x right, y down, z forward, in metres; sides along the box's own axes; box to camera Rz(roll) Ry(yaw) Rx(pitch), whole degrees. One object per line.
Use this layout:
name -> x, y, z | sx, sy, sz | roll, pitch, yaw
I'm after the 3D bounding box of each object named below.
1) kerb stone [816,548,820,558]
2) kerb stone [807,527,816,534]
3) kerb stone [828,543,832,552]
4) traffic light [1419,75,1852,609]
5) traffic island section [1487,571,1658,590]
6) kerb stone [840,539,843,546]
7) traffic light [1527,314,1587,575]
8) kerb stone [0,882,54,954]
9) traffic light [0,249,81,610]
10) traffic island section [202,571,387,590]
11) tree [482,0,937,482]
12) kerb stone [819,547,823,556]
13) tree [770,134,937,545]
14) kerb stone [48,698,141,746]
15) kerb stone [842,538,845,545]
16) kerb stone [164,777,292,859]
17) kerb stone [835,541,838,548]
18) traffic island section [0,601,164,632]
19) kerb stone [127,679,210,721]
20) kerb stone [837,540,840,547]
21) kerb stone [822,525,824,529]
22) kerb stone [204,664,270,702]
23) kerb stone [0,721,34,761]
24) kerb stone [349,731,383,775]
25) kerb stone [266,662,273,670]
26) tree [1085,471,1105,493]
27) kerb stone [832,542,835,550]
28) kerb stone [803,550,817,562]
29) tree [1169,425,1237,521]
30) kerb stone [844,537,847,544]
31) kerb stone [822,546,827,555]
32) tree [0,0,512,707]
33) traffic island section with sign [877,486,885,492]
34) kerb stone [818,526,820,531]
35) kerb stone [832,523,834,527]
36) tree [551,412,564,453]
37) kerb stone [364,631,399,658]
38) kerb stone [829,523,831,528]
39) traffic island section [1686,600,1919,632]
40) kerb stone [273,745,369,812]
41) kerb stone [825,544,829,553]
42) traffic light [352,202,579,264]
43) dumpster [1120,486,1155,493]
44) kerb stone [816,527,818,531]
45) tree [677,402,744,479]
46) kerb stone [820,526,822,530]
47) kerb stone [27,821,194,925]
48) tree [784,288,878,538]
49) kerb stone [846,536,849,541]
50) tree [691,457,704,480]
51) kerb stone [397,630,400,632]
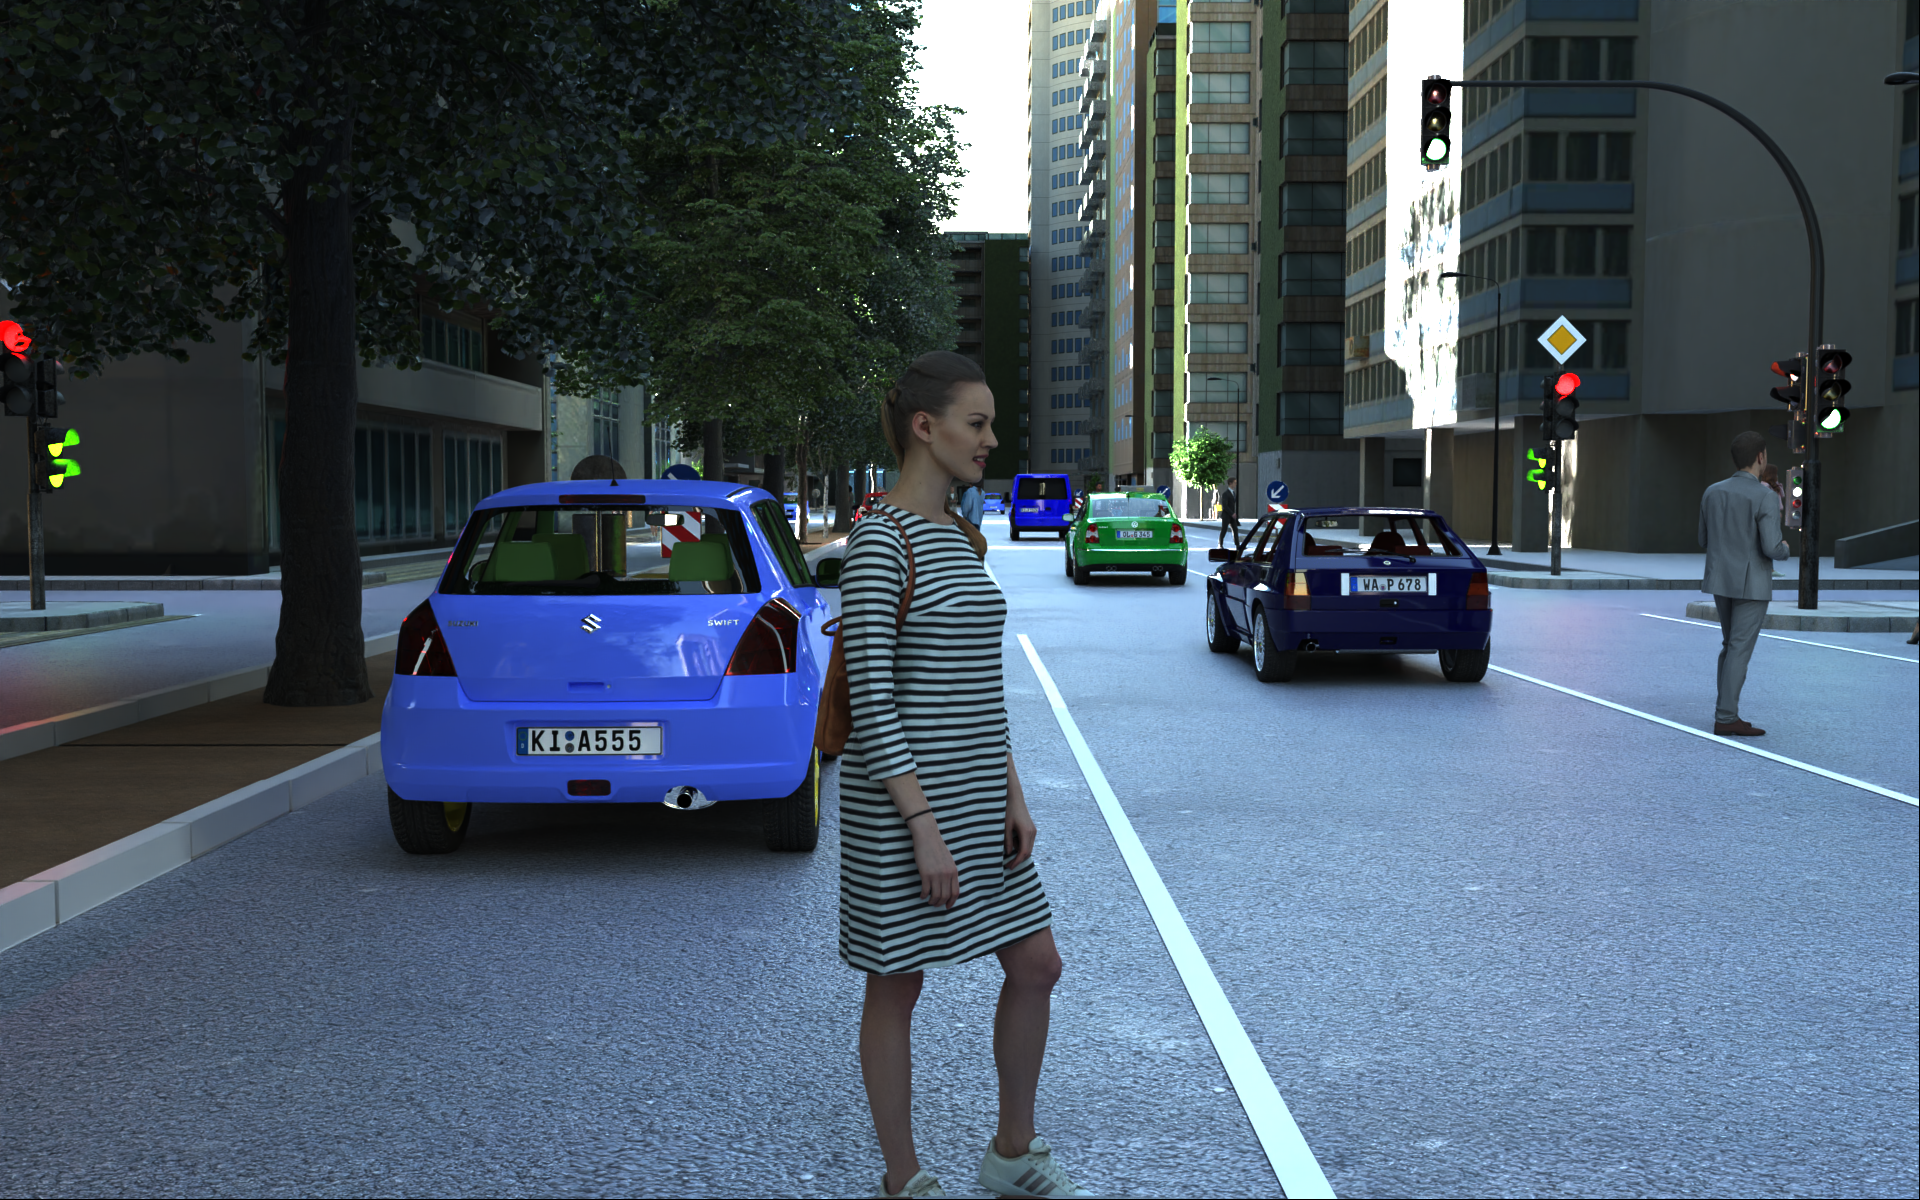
kerb stone -> -3.272, -1.002, 38.586 | 0.120, 0.150, 1.000 | 0, 4, 0
kerb stone -> -5.544, -2.564, 64.238 | 0.120, 0.150, 1.000 | 0, 4, 0
kerb stone -> -3.302, -1.254, 42.699 | 0.120, 0.150, 1.000 | 0, 4, 0
traffic light -> 7.353, -2.718, 19.100 | 4.771, 5.953, 1.251 | 0, 4, 0
traffic island section -> 9.430, -0.310, 27.354 | 2.009, 0.180, 2.903 | 0, 4, 0
kerb stone -> -3.328, -1.505, 46.806 | 0.120, 0.150, 1.000 | 0, 4, 0
traffic light -> 9.390, -2.344, 27.240 | 0.839, 4.253, 0.868 | 0, 4, 0
kerb stone -> -3.051, 1.038, 5.232 | 0.120, 0.150, 1.000 | 0, 4, 0
traffic light -> -10.216, -1.846, 19.107 | 0.839, 4.253, 0.868 | 0, 4, 0
traffic island section -> -10.311, -0.302, 27.226 | 2.009, 0.180, 2.903 | 0, 4, 0
tree -> -4.275, -6.651, 29.324 | 7.486, 12.596, 7.792 | 0, 3, 0
kerb stone -> -3.284, -1.062, 39.608 | 0.120, 0.150, 1.000 | 0, 4, 0
tree -> -4.385, -7.360, 48.552 | 9.928, 11.665, 9.643 | 0, 3, 0
kerb stone -> -5.182, 0.735, 10.303 | 0.120, 0.150, 1.000 | 0, 4, 0
kerb stone -> -3.340, -1.568, 47.830 | 0.120, 0.150, 1.000 | 0, 4, 0
kerb stone -> -3.069, 0.913, 7.275 | 0.120, 0.150, 1.000 | 0, 4, 0
kerb stone -> -3.315, -1.377, 44.753 | 0.120, 0.150, 1.000 | 0, 4, 0
traffic island section -> -10.257, 0.186, 19.241 | 2.009, 0.180, 2.903 | 0, 4, 0
kerb stone -> -5.195, 0.665, 11.324 | 0.120, 0.150, 1.000 | 0, 4, 0
kerb stone -> -3.330, -1.442, 45.775 | 0.120, 0.150, 1.000 | 0, 4, 0
kerb stone -> -5.575, -2.818, 68.337 | 0.120, 0.150, 1.000 | 0, 4, 0
kerb stone -> -5.198, 0.602, 12.358 | 0.120, 0.150, 1.000 | 0, 4, 0
kerb stone -> -5.173, 0.790, 9.280 | 0.120, 0.150, 1.000 | 0, 4, 0
kerb stone -> -3.078, 0.789, 9.324 | 0.120, 0.150, 1.000 | 0, 4, 0
kerb stone -> -5.197, 0.539, 13.380 | 0.120, 0.150, 1.000 | 0, 4, 0
tree -> 10.952, -8.928, 140.572 | 1.663, 3.219, 1.824 | 0, 3, 0
kerb stone -> -3.315, -1.317, 43.729 | 0.120, 0.150, 1.000 | 0, 4, 0
kerb stone -> -3.263, -0.939, 37.556 | 0.120, 0.150, 1.000 | 0, 4, 0
tree -> 11.598, -6.034, 82.375 | 4.285, 4.588, 4.351 | 0, 3, 0
kerb stone -> -3.342, -1.626, 48.855 | 0.120, 0.150, 1.000 | 0, 4, 0
kerb stone -> -3.285, -1.127, 40.632 | 0.120, 0.150, 1.000 | 0, 4, 0
tree -> -4.431, -6.268, 11.602 | 9.857, 13.997, 8.962 | 0, 3, 0
traffic island section with sign -> -4.750, -5.745, 102.060 | 2.006, 1.907, 1.989 | 0, 4, 0
kerb stone -> -5.561, -2.696, 66.289 | 0.120, 0.150, 1.000 | 0, 4, 0
kerb stone -> -5.636, -3.324, 76.537 | 0.120, 0.150, 1.000 | 0, 4, 0
tree -> -13.461, -4.144, 51.473 | 4.285, 4.588, 4.351 | 0, 3, 0
kerb stone -> -5.225, 0.414, 15.434 | 0.120, 0.150, 1.000 | 0, 4, 0
kerb stone -> -5.602, -3.073, 72.438 | 0.120, 0.150, 1.000 | 0, 4, 0
traffic island section -> 9.484, 0.178, 19.369 | 2.009, 0.180, 2.903 | 0, 4, 0
kerb stone -> -3.073, 0.855, 8.303 | 0.120, 0.150, 1.000 | 0, 4, 0
kerb stone -> -3.298, -1.191, 41.668 | 0.120, 0.150, 1.000 | 0, 4, 0
traffic light -> -8.179, -3.209, 27.141 | 4.771, 5.953, 1.251 | 0, 4, 0
dumpster -> 8.772, -4.784, 86.439 | 1.865, 1.857, 1.264 | 0, 4, -1
kerb stone -> -5.555, -2.634, 65.263 | 0.120, 0.150, 1.000 | 0, 4, 0
tree -> -13.924, -9.065, 98.576 | 4.360, 8.622, 3.978 | 0, 3, 0
kerb stone -> -5.571, -2.759, 67.311 | 0.120, 0.150, 1.000 | 0, 4, 0
kerb stone -> -3.057, 0.975, 6.253 | 0.120, 0.150, 1.000 | 0, 4, 0
tree -> -4.350, -6.303, 55.875 | 4.360, 8.622, 3.978 | 0, 3, 0
kerb stone -> -3.350, -1.693, 49.880 | 0.120, 0.150, 1.000 | 0, 4, 0
tree -> -13.317, -5.811, 89.610 | 1.663, 3.219, 1.824 | 0, 3, 0
kerb stone -> -5.229, 0.351, 16.456 | 0.120, 0.150, 1.000 | 0, 4, 0
